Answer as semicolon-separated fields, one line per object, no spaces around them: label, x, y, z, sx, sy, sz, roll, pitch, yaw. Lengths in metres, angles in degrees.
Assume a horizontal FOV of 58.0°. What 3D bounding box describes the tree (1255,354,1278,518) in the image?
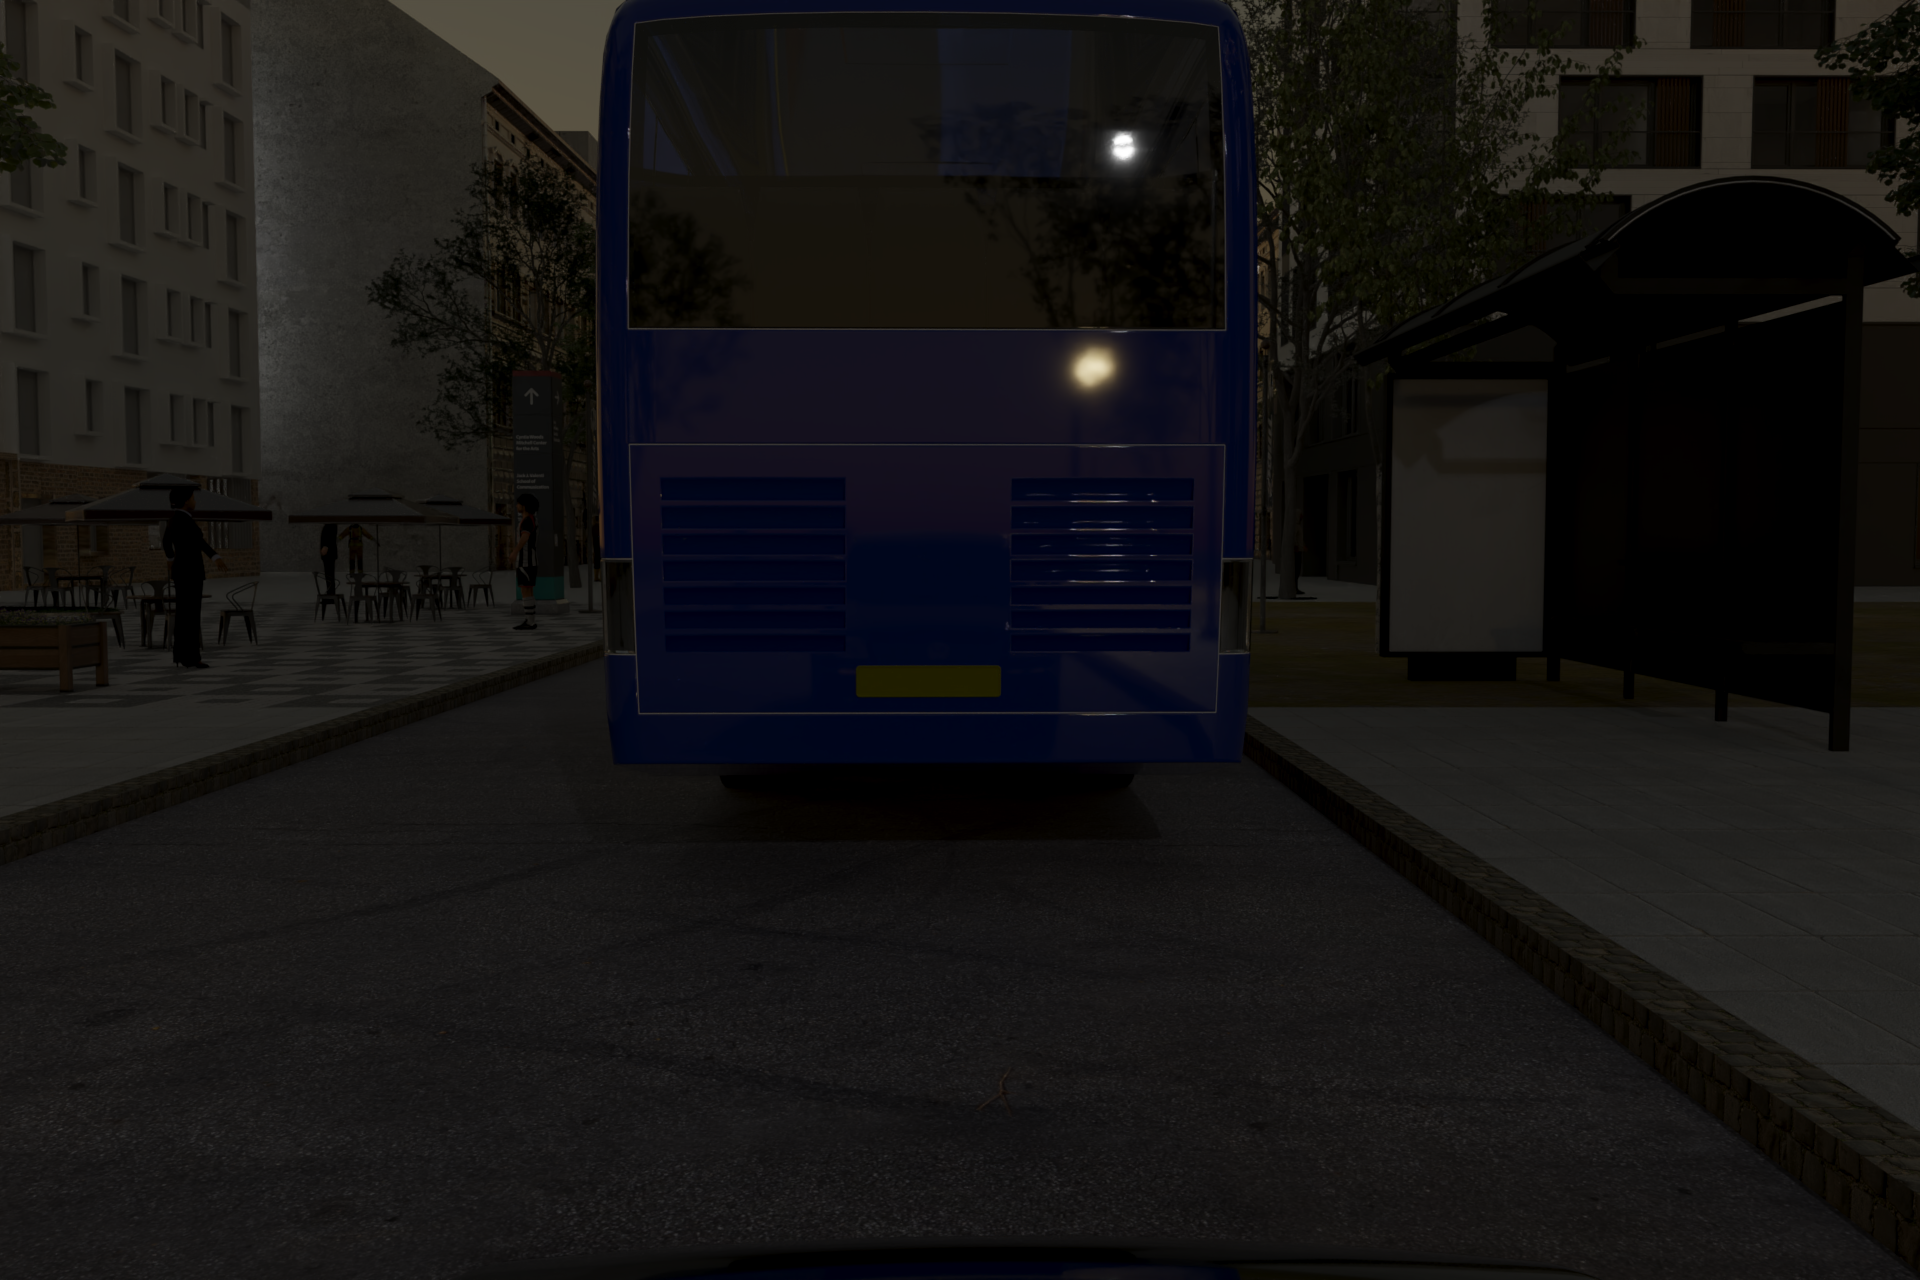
tree;6.837;-6.027;48.902;4.737;8.622;4.395;0;3;0

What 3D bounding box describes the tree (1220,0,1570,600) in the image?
tree;6.521;-7.533;33.542;12.009;13.543;11.850;0;3;0

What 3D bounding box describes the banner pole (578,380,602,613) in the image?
banner pole;-6.039;-2.351;28.458;0.401;3.779;0.863;0;4;1

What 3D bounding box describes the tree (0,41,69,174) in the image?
tree;-8.759;-5.539;8.684;7.486;12.596;7.792;0;3;0

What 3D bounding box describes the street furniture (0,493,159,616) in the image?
street furniture;-26.605;-1.092;22.883;27.439;1.986;14.083;0;4;-7

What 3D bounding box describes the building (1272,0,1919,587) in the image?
building;24.113;-13.083;57.888;27.936;21.610;32.646;0;4;0

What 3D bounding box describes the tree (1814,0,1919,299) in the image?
tree;13.199;-6.712;16.396;9.857;13.997;8.962;0;3;0

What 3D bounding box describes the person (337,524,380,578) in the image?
person;-17.743;-2.759;50.874;1.354;1.858;0.705;-2;4;-29

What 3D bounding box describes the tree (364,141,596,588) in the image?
tree;-9.390;-6.531;41.192;7.601;10.594;8.767;3;5;43

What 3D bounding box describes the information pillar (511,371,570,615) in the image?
information pillar;-6.754;-2.349;27.786;0.750;3.857;0.750;0;4;2

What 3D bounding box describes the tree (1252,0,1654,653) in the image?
tree;4.667;-4.152;18.248;4.737;8.622;4.395;0;3;0

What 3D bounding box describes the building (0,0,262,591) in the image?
building;-26.319;-11.203;39.594;16.016;20.090;11.380;0;4;0

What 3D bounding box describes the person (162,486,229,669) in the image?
person;-7.355;-0.607;16.648;1.216;1.740;0.721;3;5;44

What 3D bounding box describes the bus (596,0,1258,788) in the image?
bus;-0.245;-1.288;12.610;2.896;3.916;12.251;0;4;-1

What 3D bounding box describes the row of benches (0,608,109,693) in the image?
row of benches;-9.246;0.068;14.350;4.104;0.672;1.422;0;4;2

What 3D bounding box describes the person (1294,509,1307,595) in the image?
person;7.187;-1.880;36.863;0.705;1.813;1.348;1;4;19

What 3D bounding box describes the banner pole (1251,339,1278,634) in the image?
banner pole;3.930;-1.965;22.150;0.401;3.779;0.863;0;4;0

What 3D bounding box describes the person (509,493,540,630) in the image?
person;-5.843;-1.047;23.257;0.704;1.843;1.345;0;4;-6

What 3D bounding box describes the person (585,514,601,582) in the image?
person;-9.673;-2.475;46.600;1.346;1.812;0.704;3;4;38

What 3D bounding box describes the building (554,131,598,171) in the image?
building;-24.803;-13.793;91.977;16.747;18.905;31.486;0;4;-1

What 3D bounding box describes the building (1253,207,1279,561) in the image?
building;24.210;-15.665;87.054;19.493;23.208;18.063;0;4;0

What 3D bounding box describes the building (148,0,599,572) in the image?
building;-24.959;-14.431;66.871;19.493;23.208;18.063;0;4;1

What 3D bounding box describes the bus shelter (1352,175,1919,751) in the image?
bus shelter;4.474;-1.141;12.576;2.014;3.302;5.546;0;4;0

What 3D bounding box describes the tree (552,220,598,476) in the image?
tree;-8.945;-8.271;53.365;7.486;12.596;7.792;0;3;0

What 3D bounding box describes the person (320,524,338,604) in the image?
person;-11.578;-1.560;31.695;0.705;1.806;1.347;-1;4;-21
